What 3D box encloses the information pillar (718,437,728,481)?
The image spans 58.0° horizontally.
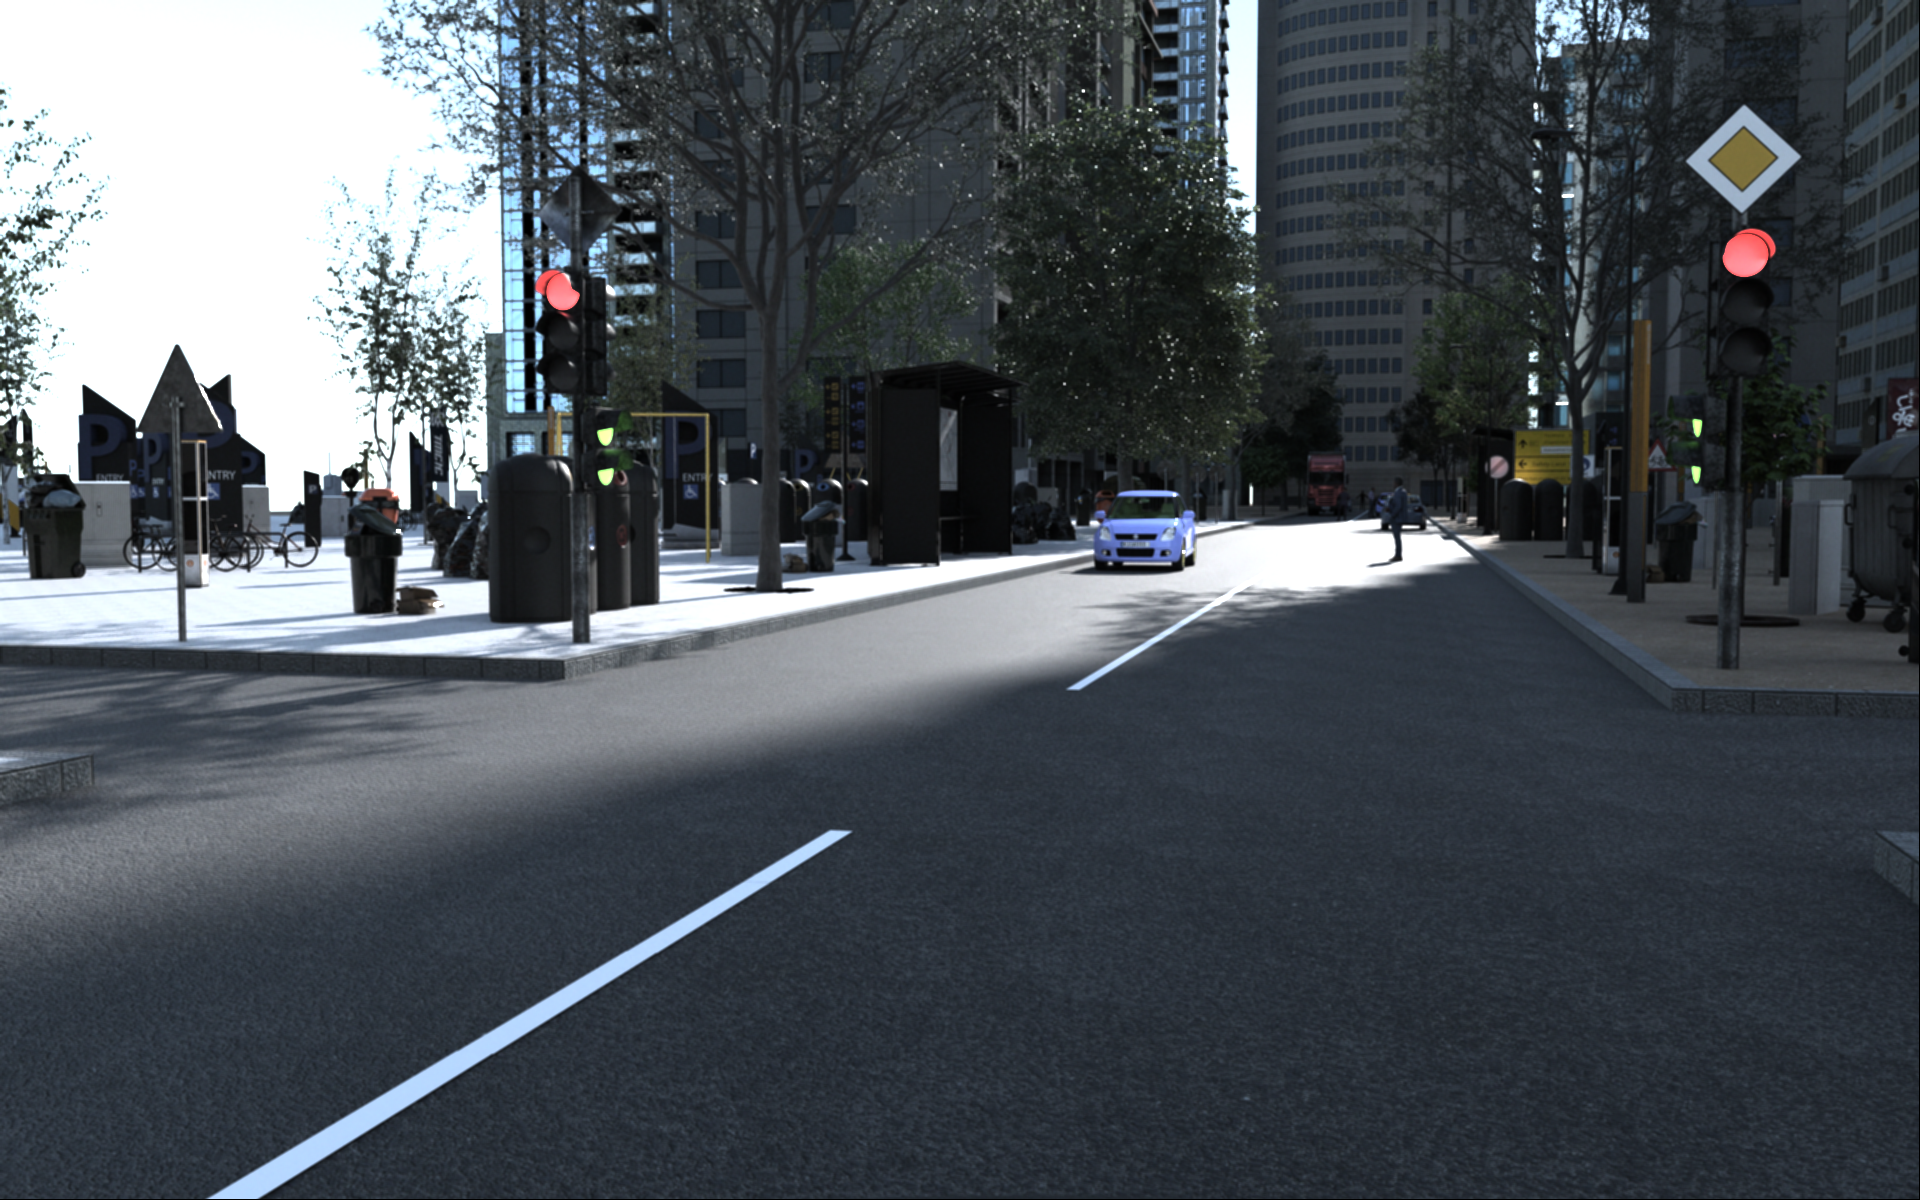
[{"bbox_3d":[-9.652,-4.850,70.645,0.504,3.616,0.183,3,5,39],"label":"information pillar"}]

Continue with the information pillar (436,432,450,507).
[{"bbox_3d":[-18.235,-4.268,61.131,0.504,3.616,0.183,-1,4,-12],"label":"information pillar"}]

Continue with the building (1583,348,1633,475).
[{"bbox_3d":[59.467,-49.749,126.072,22.319,86.520,31.000,1,4,14],"label":"building"}]

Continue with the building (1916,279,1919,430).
[{"bbox_3d":[31.451,-23.744,38.318,14.600,45.320,14.200,1,4,14],"label":"building"}]

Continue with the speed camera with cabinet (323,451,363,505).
[{"bbox_3d":[-28.542,-5.262,80.372,2.038,3.252,0.660,1,4,19],"label":"speed camera with cabinet"}]

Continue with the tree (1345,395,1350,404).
[{"bbox_3d":[24.894,-13.835,132.853,9.857,13.997,8.962,0,3,0],"label":"tree"}]

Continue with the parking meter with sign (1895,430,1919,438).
[{"bbox_3d":[11.677,-1.508,20.924,0.543,3.016,1.738,0,4,0],"label":"parking meter with sign"}]

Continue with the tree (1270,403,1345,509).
[{"bbox_3d":[29.841,-13.241,150.899,8.767,10.594,7.601,3,4,39],"label":"tree"}]

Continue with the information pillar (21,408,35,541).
[{"bbox_3d":[-25.530,-3.433,47.486,0.183,3.616,0.504,0,4,-6],"label":"information pillar"}]

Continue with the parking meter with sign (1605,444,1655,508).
[{"bbox_3d":[23.391,-3.925,60.436,1.738,3.016,0.543,-1,4,-17],"label":"parking meter with sign"}]

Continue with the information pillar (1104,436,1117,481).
[{"bbox_3d":[5.473,-4.380,62.964,0.504,3.616,0.183,-1,4,-13],"label":"information pillar"}]

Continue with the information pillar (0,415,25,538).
[{"bbox_3d":[-28.018,-3.652,51.068,0.504,3.616,0.183,0,4,-7],"label":"information pillar"}]

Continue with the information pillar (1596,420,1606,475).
[{"bbox_3d":[20.295,-3.887,54.907,0.183,3.616,0.504,3,5,44],"label":"information pillar"}]

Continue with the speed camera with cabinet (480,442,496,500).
[{"bbox_3d":[-17.693,-4.398,66.251,0.660,3.252,2.038,0,4,8],"label":"speed camera with cabinet"}]

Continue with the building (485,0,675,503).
[{"bbox_3d":[-26.017,-51.288,151.226,31.000,86.520,22.319,1,4,14],"label":"building"}]

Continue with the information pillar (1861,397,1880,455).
[{"bbox_3d":[22.096,-3.102,42.071,0.183,3.616,0.504,-1,4,-12],"label":"information pillar"}]

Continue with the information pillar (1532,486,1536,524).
[{"bbox_3d":[20.584,-4.341,62.325,0.504,3.616,0.183,-2,4,-33],"label":"information pillar"}]

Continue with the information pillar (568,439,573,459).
[{"bbox_3d":[-15.613,-4.799,69.819,0.504,3.616,0.183,3,5,43],"label":"information pillar"}]

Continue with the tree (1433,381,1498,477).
[{"bbox_3d":[31.249,-9.537,106.299,4.360,8.622,3.978,0,3,0],"label":"tree"}]

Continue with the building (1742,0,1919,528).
[{"bbox_3d":[46.946,-22.666,62.474,32.217,40.220,23.993,1,4,14],"label":"building"}]

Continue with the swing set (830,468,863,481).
[{"bbox_3d":[-4.893,-4.967,78.829,2.862,2.851,3.119,1,4,23],"label":"swing set"}]

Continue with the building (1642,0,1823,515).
[{"bbox_3d":[50.572,-34.048,98.688,21.231,58.520,28.212,1,4,14],"label":"building"}]

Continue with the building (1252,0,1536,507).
[{"bbox_3d":[46.461,-39.482,187.524,28.212,58.520,21.231,1,4,14],"label":"building"}]

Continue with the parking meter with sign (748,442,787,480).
[{"bbox_3d":[-6.227,-3.798,58.363,1.738,3.016,0.543,1,4,15],"label":"parking meter with sign"}]

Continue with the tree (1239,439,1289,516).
[{"bbox_3d":[17.832,-7.205,101.516,4.285,4.588,4.351,0,3,0],"label":"tree"}]

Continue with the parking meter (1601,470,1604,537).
[{"bbox_3d":[15.952,-2.252,42.524,0.255,1.863,0.399,-1,4,-15],"label":"parking meter"}]

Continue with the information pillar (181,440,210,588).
[{"bbox_3d":[-10.506,-1.176,23.723,0.304,2.012,0.304,0,4,-3],"label":"information pillar"}]

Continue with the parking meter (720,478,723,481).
[{"bbox_3d":[-8.928,-3.548,63.729,0.399,1.863,0.255,1,4,16],"label":"parking meter"}]

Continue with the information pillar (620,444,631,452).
[{"bbox_3d":[-15.189,-5.336,78.598,0.504,3.616,0.183,0,4,-6],"label":"information pillar"}]

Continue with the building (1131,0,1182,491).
[{"bbox_3d":[3.313,-30.078,146.406,28.867,44.769,22.147,1,4,14],"label":"building"}]

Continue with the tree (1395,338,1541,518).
[{"bbox_3d":[27.829,-9.746,93.751,7.601,10.594,8.767,1,4,16],"label":"tree"}]

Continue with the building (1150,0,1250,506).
[{"bbox_3d":[17.002,-53.920,194.261,31.000,86.520,22.319,1,4,14],"label":"building"}]

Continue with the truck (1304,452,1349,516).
[{"bbox_3d":[24.794,-7.841,117.115,2.839,4.237,11.283,1,4,12],"label":"truck"}]

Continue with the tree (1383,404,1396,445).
[{"bbox_3d":[34.817,-11.572,123.611,8.767,10.594,7.601,-1,4,-11],"label":"tree"}]

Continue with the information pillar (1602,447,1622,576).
[{"bbox_3d":[10.262,-1.384,27.124,0.304,2.012,0.304,1,4,10],"label":"information pillar"}]

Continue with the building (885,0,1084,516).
[{"bbox_3d":[-3.442,-40.576,101.671,20.563,71.187,20.611,1,4,14],"label":"building"}]

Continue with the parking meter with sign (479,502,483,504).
[{"bbox_3d":[-24.510,-5.800,91.096,1.738,3.016,0.543,-3,5,-44],"label":"parking meter with sign"}]

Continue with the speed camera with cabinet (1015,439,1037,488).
[{"bbox_3d":[2.684,-4.178,62.641,0.660,3.252,2.038,2,4,29],"label":"speed camera with cabinet"}]

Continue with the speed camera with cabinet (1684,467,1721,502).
[{"bbox_3d":[22.538,-3.550,52.375,0.660,3.252,2.038,3,5,43],"label":"speed camera with cabinet"}]

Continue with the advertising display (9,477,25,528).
[{"bbox_3d":[-35.939,-3.729,66.180,0.974,1.923,0.123,0,4,-2],"label":"advertising display"}]

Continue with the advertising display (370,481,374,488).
[{"bbox_3d":[-28.524,-4.824,84.088,0.123,1.923,0.974,-1,4,-22],"label":"advertising display"}]

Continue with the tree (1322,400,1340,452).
[{"bbox_3d":[32.143,-14.949,162.537,7.486,12.596,7.792,0,3,0],"label":"tree"}]

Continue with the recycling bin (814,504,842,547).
[{"bbox_3d":[-3.168,-1.805,42.072,0.722,1.027,0.722,0,4,-5],"label":"recycling bin"}]

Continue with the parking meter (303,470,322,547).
[{"bbox_3d":[-15.656,-2.214,41.911,0.399,1.863,0.255,-2,4,-28],"label":"parking meter"}]

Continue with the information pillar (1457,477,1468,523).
[{"bbox_3d":[22.029,-4.370,75.946,0.304,2.012,0.304,-2,4,-24],"label":"information pillar"}]

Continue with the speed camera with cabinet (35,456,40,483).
[{"bbox_3d":[-48.130,-5.882,90.514,0.660,3.252,2.038,-1,4,-12],"label":"speed camera with cabinet"}]

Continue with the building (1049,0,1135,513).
[{"bbox_3d":[4.012,-26.683,119.864,14.154,41.232,14.086,1,4,14],"label":"building"}]

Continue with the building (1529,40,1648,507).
[{"bbox_3d":[75.171,-34.379,181.710,30.456,49.044,23.786,1,4,14],"label":"building"}]

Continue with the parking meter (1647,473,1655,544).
[{"bbox_3d":[17.558,-2.363,44.352,0.399,1.863,0.255,0,4,-4],"label":"parking meter"}]

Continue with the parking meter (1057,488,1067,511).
[{"bbox_3d":[3.979,-3.623,67.647,0.372,1.533,0.369,0,3,0],"label":"parking meter"}]

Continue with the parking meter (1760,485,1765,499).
[{"bbox_3d":[37.993,-4.682,82.261,0.399,1.863,0.255,-1,4,-22],"label":"parking meter"}]

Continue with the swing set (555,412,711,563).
[{"bbox_3d":[-6.415,-2.191,33.442,3.119,2.851,2.862,0,4,-8],"label":"swing set"}]

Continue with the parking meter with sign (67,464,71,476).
[{"bbox_3d":[-51.939,-6.303,99.310,1.738,3.016,0.543,-3,4,-39],"label":"parking meter with sign"}]
